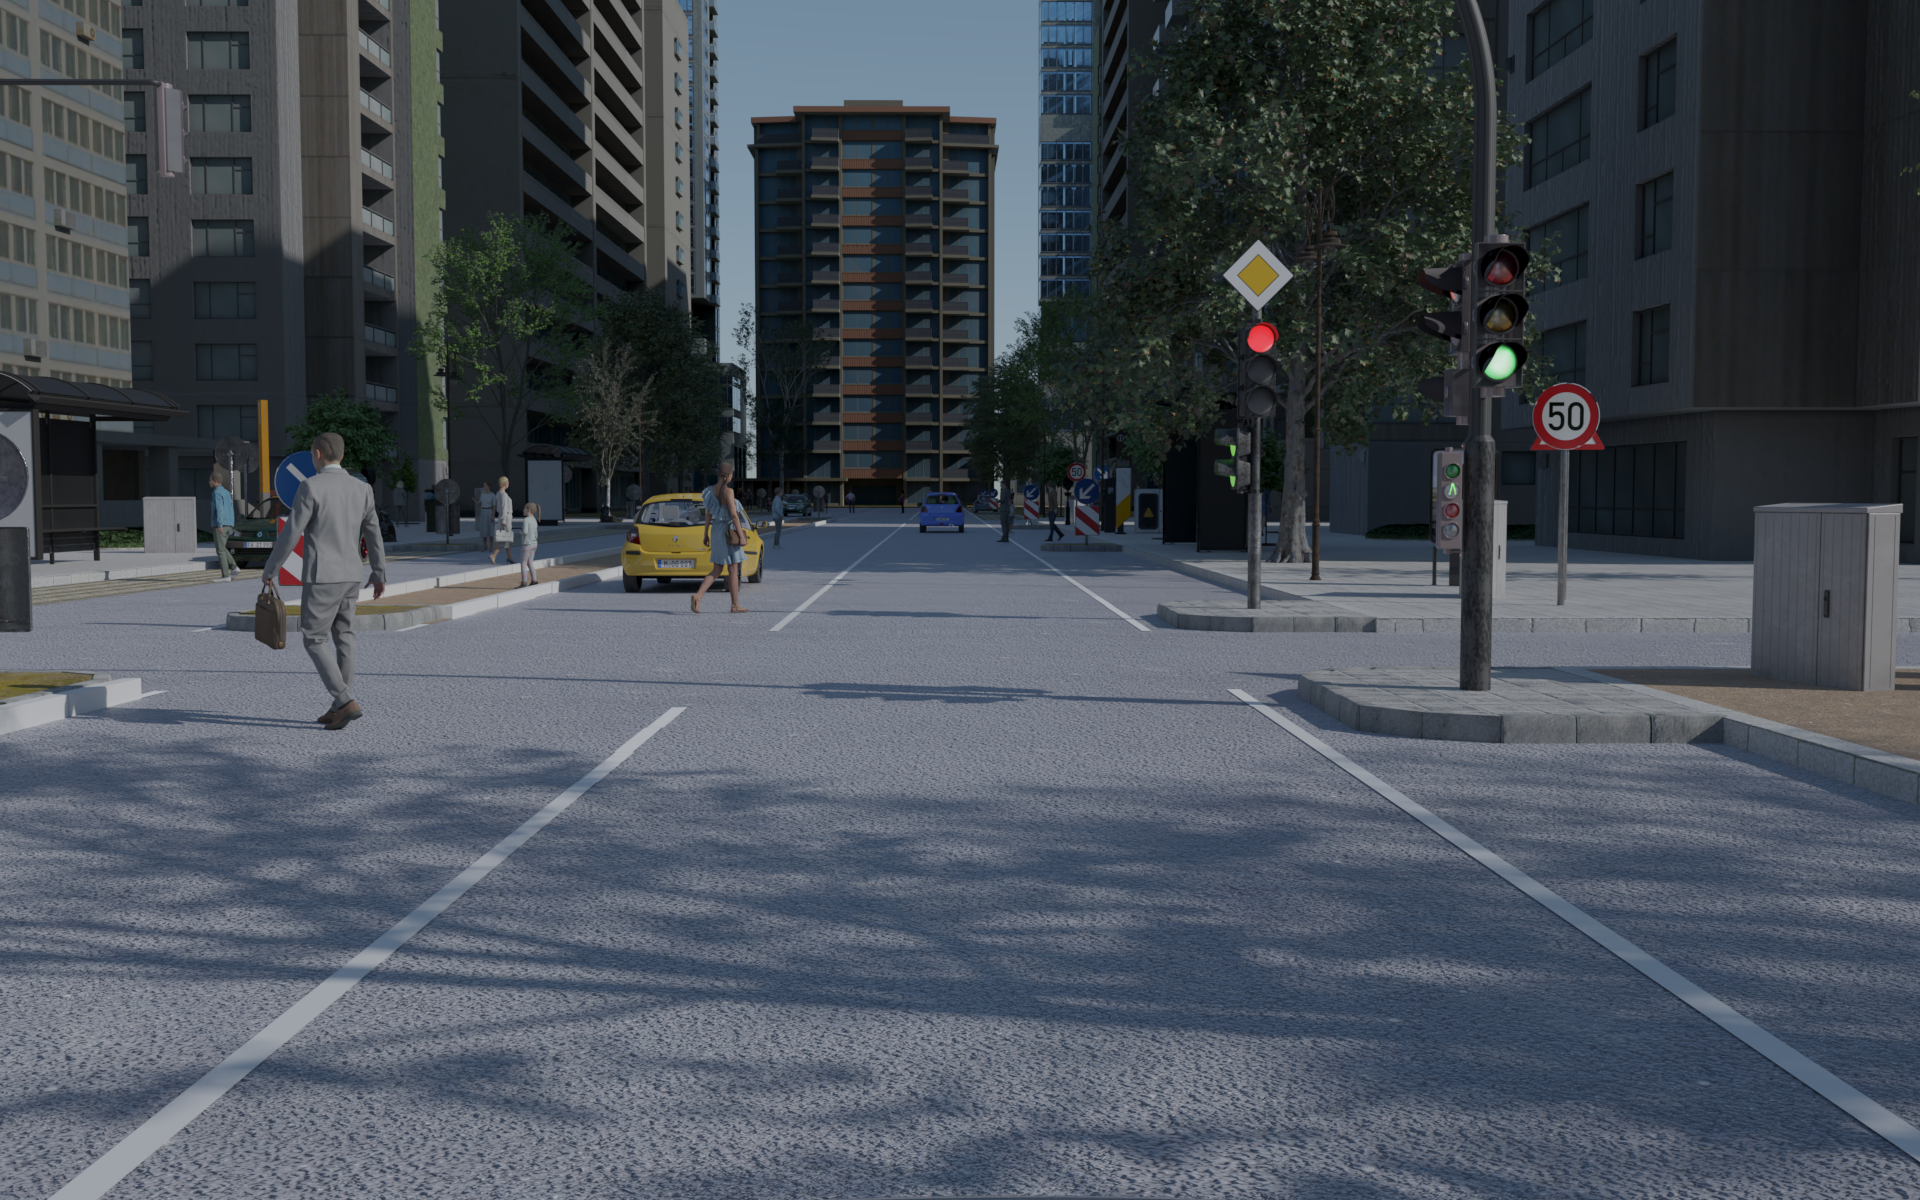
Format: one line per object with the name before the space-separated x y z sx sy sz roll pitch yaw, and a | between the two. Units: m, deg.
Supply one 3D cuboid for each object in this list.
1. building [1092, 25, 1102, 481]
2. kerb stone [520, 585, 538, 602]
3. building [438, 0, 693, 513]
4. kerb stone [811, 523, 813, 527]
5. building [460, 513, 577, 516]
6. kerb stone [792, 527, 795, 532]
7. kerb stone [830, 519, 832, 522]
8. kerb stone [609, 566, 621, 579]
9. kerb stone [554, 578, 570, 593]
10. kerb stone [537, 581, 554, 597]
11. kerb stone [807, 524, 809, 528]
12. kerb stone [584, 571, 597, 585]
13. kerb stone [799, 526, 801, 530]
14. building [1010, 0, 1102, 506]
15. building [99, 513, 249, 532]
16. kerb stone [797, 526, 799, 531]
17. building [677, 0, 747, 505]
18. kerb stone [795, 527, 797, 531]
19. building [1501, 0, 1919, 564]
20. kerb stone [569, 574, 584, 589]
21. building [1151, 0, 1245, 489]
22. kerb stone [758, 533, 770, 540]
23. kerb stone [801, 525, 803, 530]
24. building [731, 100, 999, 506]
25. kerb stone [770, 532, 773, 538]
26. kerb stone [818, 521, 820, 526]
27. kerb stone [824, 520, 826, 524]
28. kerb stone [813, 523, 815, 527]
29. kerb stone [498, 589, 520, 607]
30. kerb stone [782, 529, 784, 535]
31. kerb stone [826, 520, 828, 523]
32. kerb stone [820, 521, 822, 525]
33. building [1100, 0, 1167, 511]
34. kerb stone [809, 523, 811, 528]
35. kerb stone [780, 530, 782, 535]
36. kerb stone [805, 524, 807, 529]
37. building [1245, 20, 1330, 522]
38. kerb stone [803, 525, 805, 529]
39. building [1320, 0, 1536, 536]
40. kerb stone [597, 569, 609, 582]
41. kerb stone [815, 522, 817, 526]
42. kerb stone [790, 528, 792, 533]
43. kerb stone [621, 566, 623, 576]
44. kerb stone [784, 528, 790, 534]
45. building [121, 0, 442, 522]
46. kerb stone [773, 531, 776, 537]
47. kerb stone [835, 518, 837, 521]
building | 18.753 -28.847 155.242 14.154 41.232 14.086 0 4 -1
kerb stone | -5.913 -0.073 23.391 0.120 0.150 1.000 0 4 -1
building | -35.530 -32.235 150.745 21.600 48.544 21.300 0 4 -1
kerb stone | -6.454 -3.145 73.611 0.120 0.150 1.000 0 4 -1
building | -35.328 -30.730 126.129 21.300 48.544 21.600 0 4 -1
kerb stone | -6.348 -2.580 64.386 0.120 0.150 1.000 0 4 -1
kerb stone | -6.585 -3.897 85.913 0.120 0.150 1.000 0 4 -1
kerb stone | -5.986 -0.449 29.544 0.120 0.150 1.000 0 4 -1
kerb stone | -5.932 -0.195 25.438 0.120 0.150 1.000 0 4 -1
kerb stone | -5.933 -0.136 24.416 0.120 0.150 1.000 0 4 -1
kerb stone | -6.426 -3.019 71.560 0.120 0.150 1.000 0 4 -1
kerb stone | -5.960 -0.324 27.492 0.120 0.150 1.000 0 4 -1
kerb stone | -6.392 -2.769 67.464 0.120 0.150 1.000 0 4 -1
building | 20.461 -54.015 195.819 31.000 86.520 22.319 0 4 -1
building | -39.396 -21.915 50.184 32.217 40.220 23.993 0 4 -1
kerb stone | -6.367 -2.706 66.439 0.120 0.150 1.000 0 4 -1
building | -40.264 -53.974 195.143 31.000 86.520 22.319 0 4 -1
kerb stone | -6.361 -2.643 65.414 0.120 0.150 1.000 0 4 -1
building | 20.362 -16.134 35.490 14.107 30.474 14.160 0 4 -1
kerb stone | -5.953 -0.261 26.460 0.120 0.150 1.000 0 4 -1
building | 24.419 -30.071 111.272 23.786 49.044 30.456 0 4 -1
kerb stone | -6.254 -2.016 55.171 0.120 0.150 1.000 0 4 -1
kerb stone | -6.396 -2.827 68.492 0.120 0.150 1.000 0 4 -1
building | -10.289 -33.078 195.457 28.867 44.769 22.147 0 4 -1
kerb stone | -6.260 -2.080 56.202 0.120 0.150 1.000 0 4 -1
kerb stone | -6.496 -3.395 77.705 0.120 0.150 1.000 0 4 -1
kerb stone | -6.539 -3.643 81.804 0.120 0.150 1.000 0 4 -1
kerb stone | -6.465 -3.207 74.633 0.120 0.150 1.000 0 4 -1
kerb stone | -5.895 -0.011 22.369 0.120 0.150 1.000 0 4 -1
kerb stone | -6.310 -2.330 60.294 0.120 0.150 1.000 0 4 -1
kerb stone | -6.549 -3.708 82.826 0.120 0.150 1.000 0 4 -1
kerb stone | -6.502 -3.458 78.737 0.120 0.150 1.000 0 4 -1
building | 22.806 -31.410 137.251 21.300 48.544 21.600 0 4 -1
kerb stone | -6.440 -3.078 72.589 0.120 0.150 1.000 0 4 -1
kerb stone | -6.297 -2.268 59.271 0.120 0.150 1.000 0 4 -1
kerb stone | -6.421 -2.957 70.538 0.120 0.150 1.000 0 4 -1
building | 23.621 -39.434 82.992 20.563 71.187 20.611 0 4 -1
kerb stone | -6.411 -2.892 69.514 0.120 0.150 1.000 0 4 -1
building | 19.381 -22.934 58.559 14.154 41.232 14.086 0 4 -1
kerb stone | -5.973 -0.384 28.514 0.120 0.150 1.000 0 4 -1
kerb stone | -6.474 -3.267 75.658 0.120 0.150 1.000 0 4 -1
kerb stone | -6.343 -2.518 63.362 0.120 0.150 1.000 0 4 -1
kerb stone | -5.987 -0.511 30.573 0.120 0.150 1.000 0 4 -1
kerb stone | -6.327 -2.455 62.340 0.120 0.150 1.000 0 4 -1
building | -32.038 -24.075 77.222 14.154 41.232 14.086 0 4 -1
kerb stone | -6.276 -2.143 57.226 0.120 0.150 1.000 0 4 -1
kerb stone | -6.622 -4.147 90.006 0.120 0.150 1.000 0 4 -1
